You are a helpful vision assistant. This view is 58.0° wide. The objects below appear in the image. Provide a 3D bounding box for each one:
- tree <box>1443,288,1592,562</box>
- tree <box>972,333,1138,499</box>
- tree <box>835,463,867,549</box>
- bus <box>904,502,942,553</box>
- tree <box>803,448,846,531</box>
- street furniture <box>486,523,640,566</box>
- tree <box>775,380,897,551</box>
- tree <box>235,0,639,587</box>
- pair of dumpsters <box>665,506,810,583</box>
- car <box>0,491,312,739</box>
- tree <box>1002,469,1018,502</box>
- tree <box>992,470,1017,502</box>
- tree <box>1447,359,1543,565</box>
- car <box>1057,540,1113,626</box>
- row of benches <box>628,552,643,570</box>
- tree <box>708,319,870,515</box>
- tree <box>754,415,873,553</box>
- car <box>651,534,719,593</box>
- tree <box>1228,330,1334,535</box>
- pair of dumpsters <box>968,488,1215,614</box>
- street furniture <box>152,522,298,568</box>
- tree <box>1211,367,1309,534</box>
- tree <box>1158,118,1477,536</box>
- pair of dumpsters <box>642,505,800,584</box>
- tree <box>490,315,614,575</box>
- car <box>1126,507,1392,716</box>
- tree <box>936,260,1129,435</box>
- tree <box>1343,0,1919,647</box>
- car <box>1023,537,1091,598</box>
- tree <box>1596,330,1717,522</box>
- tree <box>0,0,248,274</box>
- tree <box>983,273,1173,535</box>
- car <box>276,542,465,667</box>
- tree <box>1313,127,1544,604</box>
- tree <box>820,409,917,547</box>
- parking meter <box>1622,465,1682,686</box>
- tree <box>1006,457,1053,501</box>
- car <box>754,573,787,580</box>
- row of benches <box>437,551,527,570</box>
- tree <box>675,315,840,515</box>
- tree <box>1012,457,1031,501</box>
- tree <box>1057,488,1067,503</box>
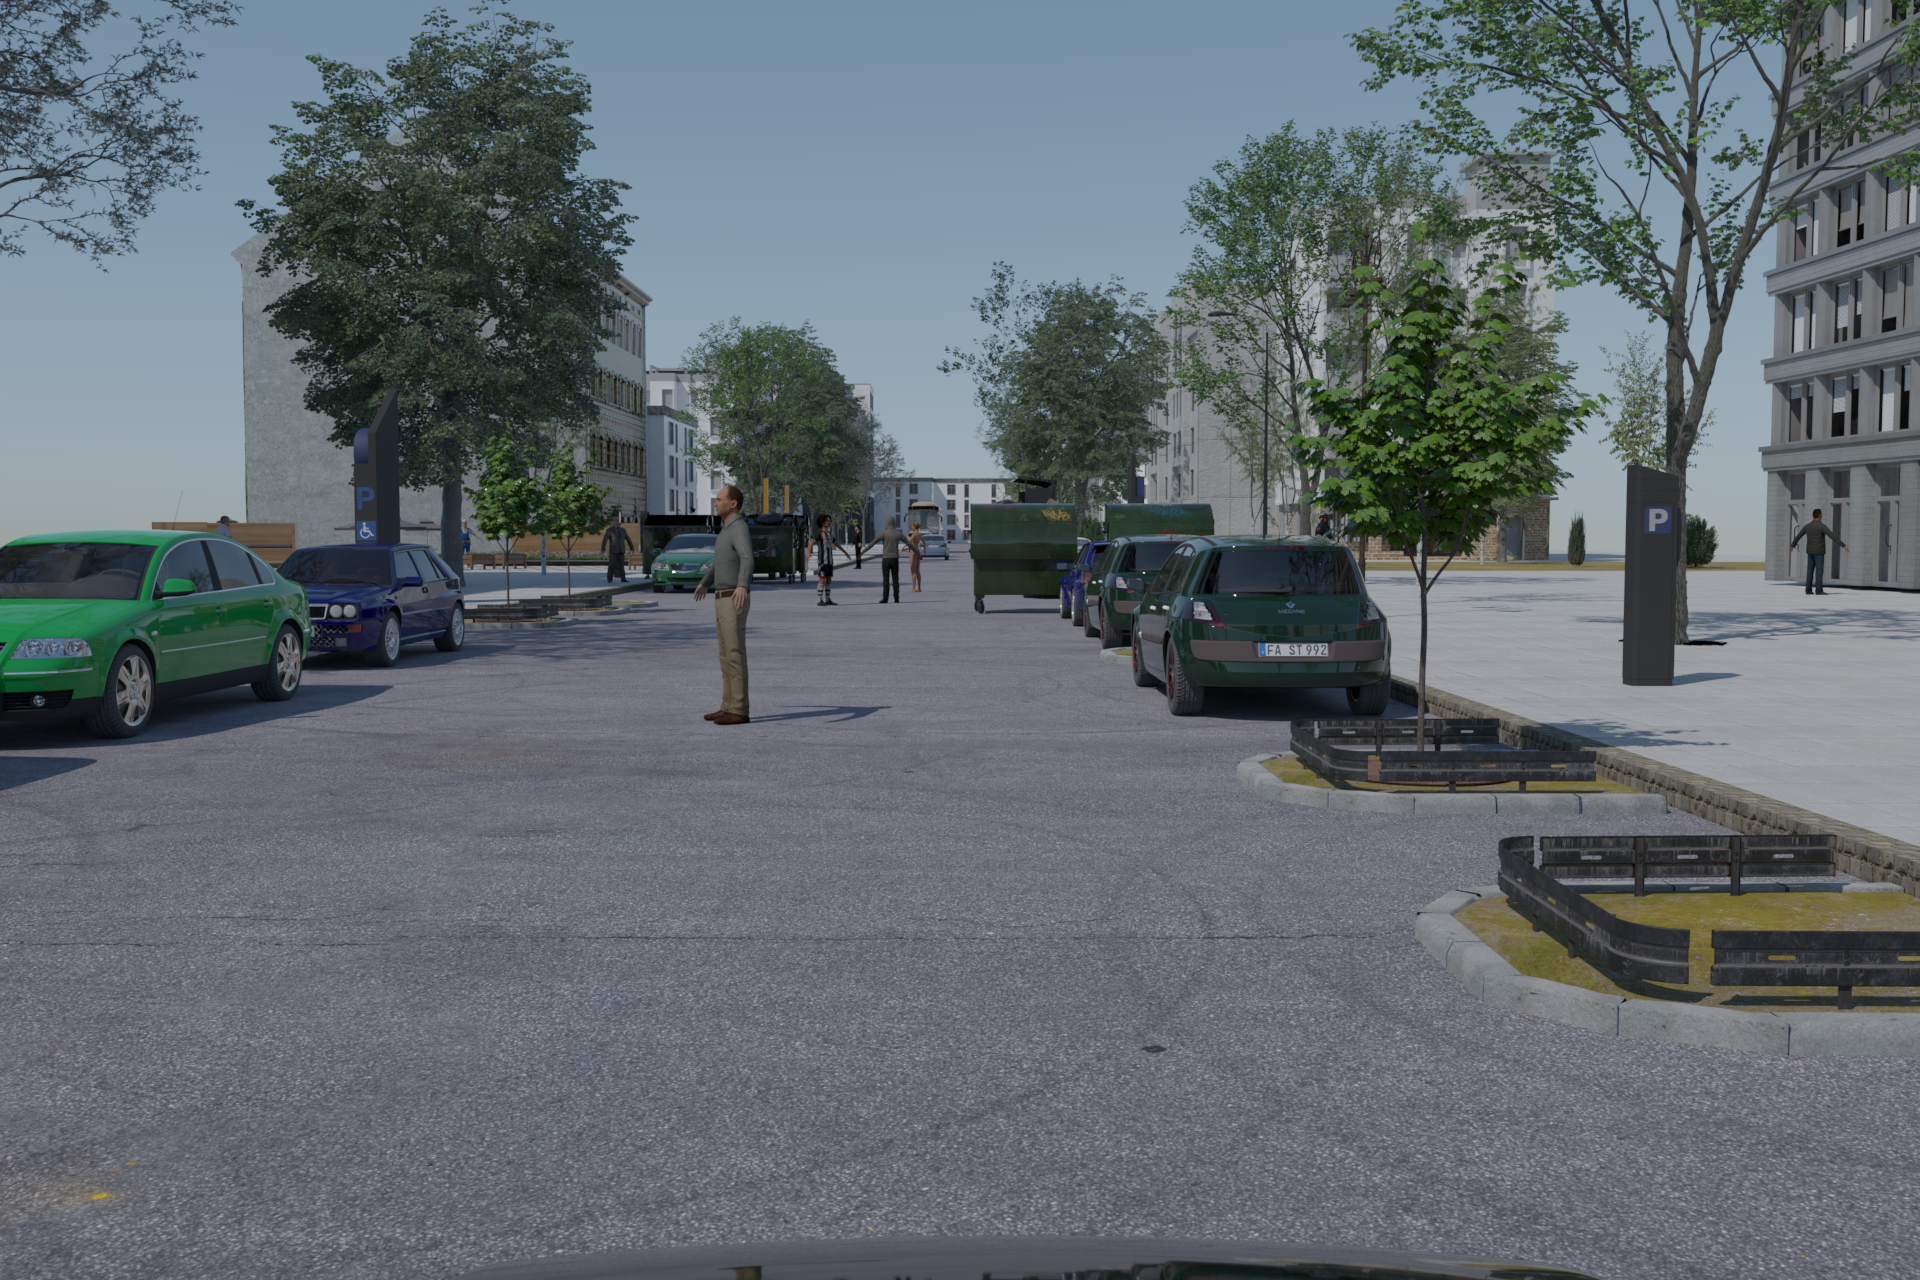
[{"bbox_3d":[24.963,-9.882,79.697,7.486,12.596,7.792,0,3,0],"label":"tree"},{"bbox_3d":[5.422,-11.749,102.469,12.009,13.543,11.850,0,3,0],"label":"tree"},{"bbox_3d":[-9.579,-11.902,144.955,4.737,8.622,4.395,0,3,0],"label":"tree"},{"bbox_3d":[-2.748,-8.860,136.412,2.896,3.916,12.252,0,4,0],"label":"bus"},{"bbox_3d":[-9.404,-10.749,126.104,4.360,8.622,3.978,0,3,0],"label":"tree"},{"bbox_3d":[-17.381,-3.982,71.962,9.812,1.723,11.010,-1,4,-9],"label":"street furniture"},{"bbox_3d":[-10.003,-13.755,135.257,12.009,13.543,11.850,0,3,0],"label":"tree"},{"bbox_3d":[-12.452,-8.272,41.904,9.857,13.997,8.962,0,3,0],"label":"tree"},{"bbox_3d":[-6.686,-2.845,51.460,4.436,2.255,1.574,0,3,0],"label":"pair of dumpsters"},{"bbox_3d":[-6.662,-0.290,13.533,1.959,1.807,4.718,0,4,0],"label":"car"},{"bbox_3d":[5.590,-12.686,157.776,4.360,8.622,3.978,0,3,0],"label":"tree"},{"bbox_3d":[5.537,-13.050,163.726,4.360,8.622,3.978,0,3,0],"label":"tree"},{"bbox_3d":[22.051,-7.449,72.148,4.737,8.622,4.395,0,3,0],"label":"tree"},{"bbox_3d":[2.579,-0.955,28.202,1.945,1.354,3.894,0,4,-1],"label":"car"},{"bbox_3d":[-9.695,-2.816,61.508,4.104,0.672,1.422,0,4,8],"label":"row of benches"},{"bbox_3d":[-10.098,-11.926,101.646,9.857,13.997,8.962,0,3,0],"label":"tree"},{"bbox_3d":[-10.080,-11.138,116.519,8.767,10.594,7.601,0,4,-4],"label":"tree"},{"bbox_3d":[-6.587,-1.959,43.830,2.131,1.459,4.920,0,4,0],"label":"car"},{"bbox_3d":[11.910,-6.846,62.288,4.360,8.622,3.978,0,3,0],"label":"tree"},{"bbox_3d":[2.368,-1.630,31.604,4.436,2.255,1.574,0,4,-1],"label":"pair of dumpsters"},{"bbox_3d":[-29.524,-3.716,67.614,11.010,1.723,9.812,-1,4,-17],"label":"street furniture"},{"bbox_3d":[12.725,-7.698,76.228,4.360,8.622,3.978,0,3,0],"label":"tree"},{"bbox_3d":[8.655,-7.139,42.470,9.928,11.665,9.643,0,3,0],"label":"tree"},{"bbox_3d":[-6.862,-2.742,49.777,4.436,2.255,1.574,0,4,0],"label":"pair of dumpsters"},{"bbox_3d":[-13.106,-6.327,53.814,4.360,8.622,3.978,0,3,0],"label":"tree"},{"bbox_3d":[2.501,-0.323,15.067,2.009,1.686,4.222,0,4,0],"label":"car"},{"bbox_3d":[5.026,-16.173,120.315,12.611,20.169,13.585,0,3,0],"label":"tree"},{"bbox_3d":[8.489,-5.757,19.881,9.928,11.665,9.643,0,3,0],"label":"tree"},{"bbox_3d":[2.309,-1.702,40.182,2.083,1.381,4.827,0,4,-1],"label":"car"},{"bbox_3d":[24.648,-6.825,61.948,4.737,8.622,4.395,0,3,0],"label":"tree"},{"bbox_3d":[-12.554,-6.528,17.109,12.009,13.543,11.850,0,3,0],"label":"tree"},{"bbox_3d":[5.872,-10.941,85.547,9.857,13.997,8.962,0,3,0],"label":"tree"},{"bbox_3d":[-6.980,-0.446,19.876,1.945,1.354,3.894,0,4,0],"label":"car"},{"bbox_3d":[8.553,-4.989,31.937,4.360,8.622,3.978,0,3,0],"label":"tree"},{"bbox_3d":[-9.265,-15.698,167.037,12.009,13.543,11.850,0,3,0],"label":"tree"},{"bbox_3d":[5.860,-0.548,14.666,0.399,1.863,0.255,0,4,0],"label":"parking meter"},{"bbox_3d":[6.006,-11.380,136.422,4.737,8.622,4.395,0,3,0],"label":"tree"},{"bbox_3d":[-6.580,-2.854,55.453,1.959,1.807,4.718,0,4,1],"label":"car"},{"bbox_3d":[-17.439,-2.903,62.927,1.422,0.672,4.104,3,4,36],"label":"row of benches"},{"bbox_3d":[-9.513,-9.532,81.603,9.928,11.665,9.643,0,3,0],"label":"tree"},{"bbox_3d":[6.104,-12.185,149.581,4.737,8.622,4.395,0,3,0],"label":"tree"},{"bbox_3d":[14.908,-19.481,252.932,7.601,10.594,8.767,0,4,3],"label":"tree"}]
